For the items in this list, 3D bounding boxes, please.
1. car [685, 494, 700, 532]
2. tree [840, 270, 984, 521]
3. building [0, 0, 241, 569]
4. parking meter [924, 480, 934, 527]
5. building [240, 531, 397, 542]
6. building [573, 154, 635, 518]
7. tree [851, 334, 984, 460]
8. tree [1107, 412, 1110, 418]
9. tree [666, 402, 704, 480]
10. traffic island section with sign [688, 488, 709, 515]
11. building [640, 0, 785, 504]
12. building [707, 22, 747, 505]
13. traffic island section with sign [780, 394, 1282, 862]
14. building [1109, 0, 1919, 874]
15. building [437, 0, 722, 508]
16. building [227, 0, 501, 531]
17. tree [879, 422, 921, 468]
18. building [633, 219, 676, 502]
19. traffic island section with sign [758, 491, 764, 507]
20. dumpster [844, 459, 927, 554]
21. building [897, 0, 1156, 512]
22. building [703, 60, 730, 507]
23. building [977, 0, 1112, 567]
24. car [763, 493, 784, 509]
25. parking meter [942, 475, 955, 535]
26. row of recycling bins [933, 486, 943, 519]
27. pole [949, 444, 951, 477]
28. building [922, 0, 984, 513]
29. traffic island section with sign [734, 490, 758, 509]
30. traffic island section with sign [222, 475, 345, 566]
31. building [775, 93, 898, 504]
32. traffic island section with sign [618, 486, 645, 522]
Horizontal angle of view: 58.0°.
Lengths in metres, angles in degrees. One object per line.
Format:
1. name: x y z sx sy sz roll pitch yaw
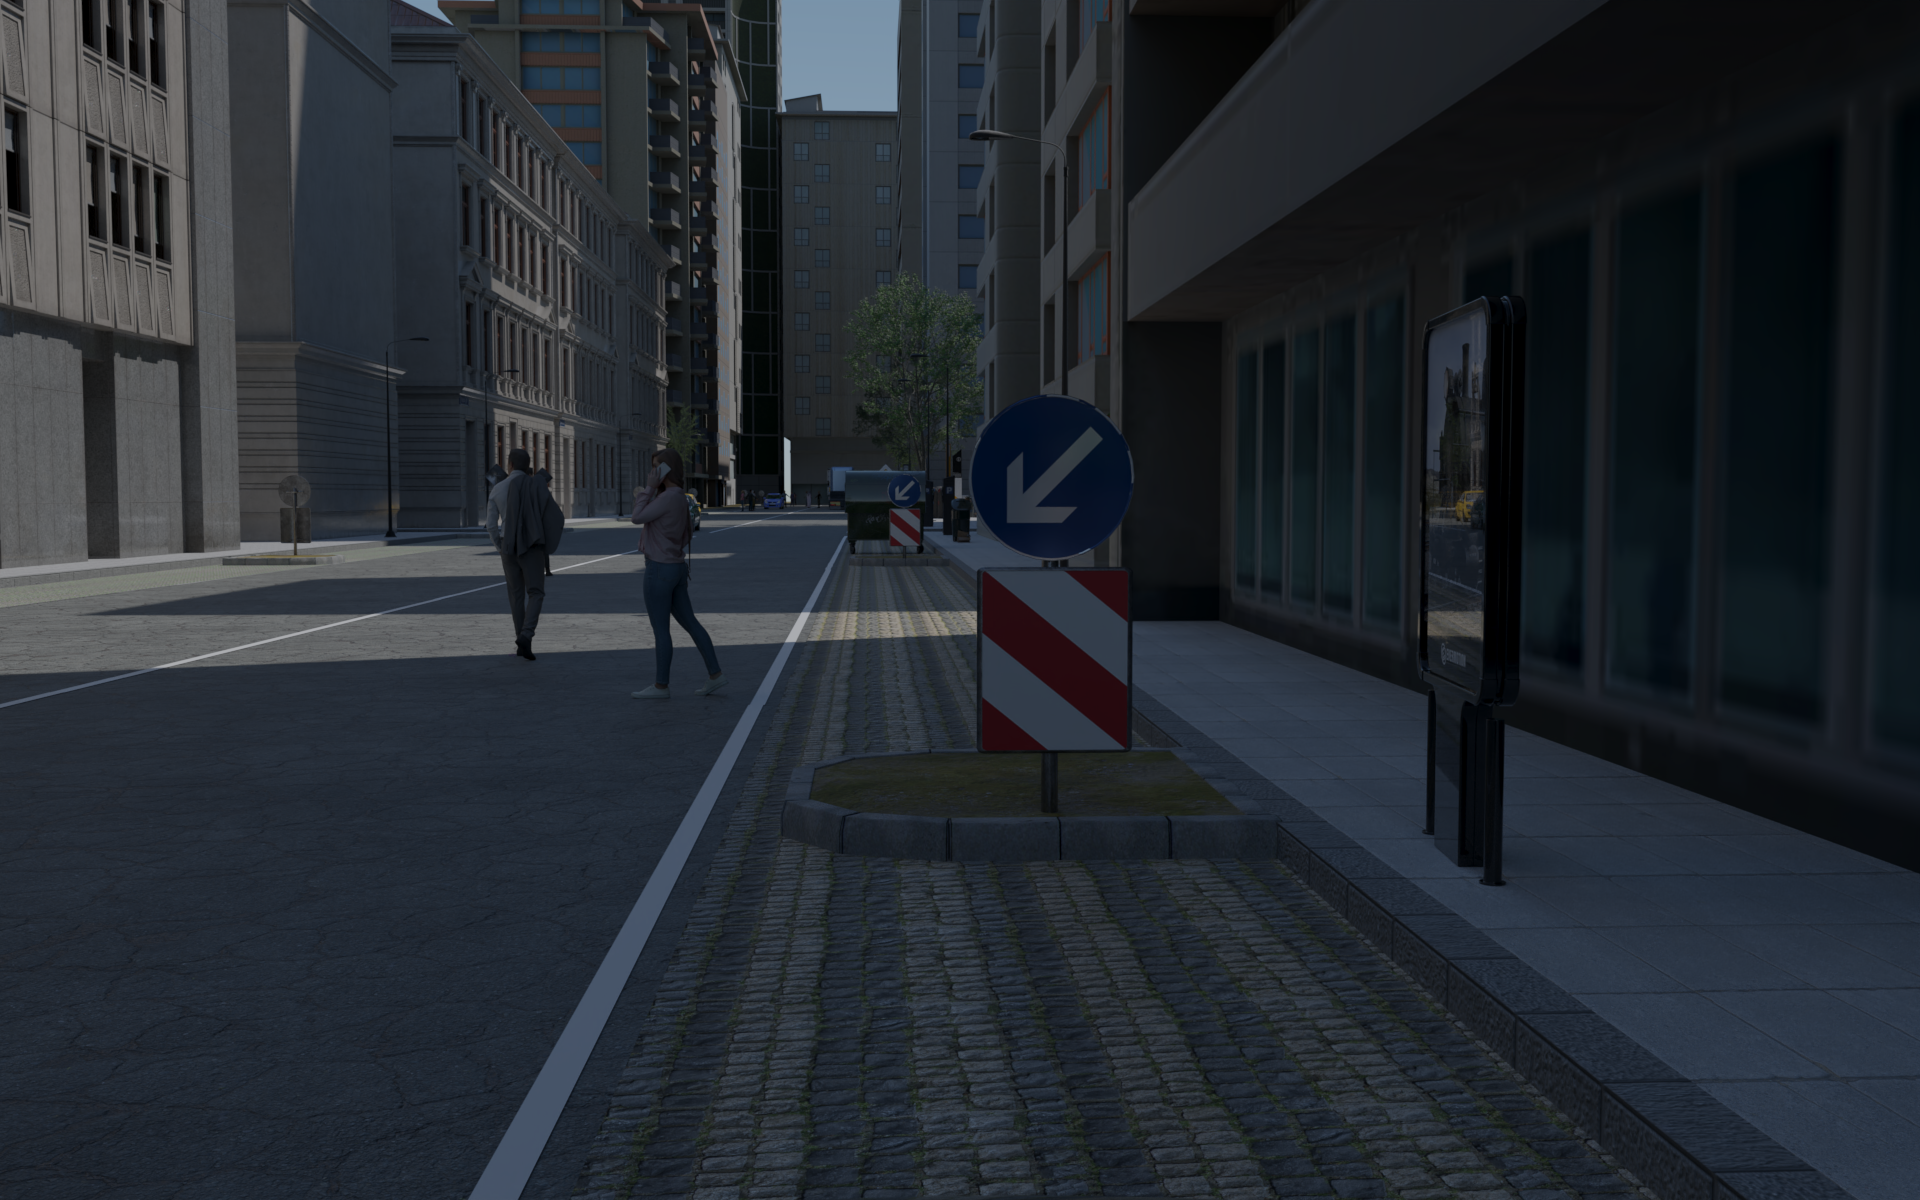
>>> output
1. car: -10.992 -3.340 66.412 2.131 1.459 4.920 0 4 -4
2. tree: -1.882 -9.541 81.745 9.928 11.665 9.643 0 3 0
3. building: -22.042 -12.899 28.918 12.078 24.808 19.932 0 4 -3
4. parking meter: -1.229 -3.792 67.711 0.399 1.863 0.255 1 4 21
5. building: -27.860 -13.108 50.475 21.152 22.565 11.583 0 4 -3
6. building: -25.399 -15.835 95.056 11.583 22.565 21.152 0 4 -3
7. tree: -2.365 -10.091 99.401 8.767 10.594 7.601 1 4 10
8. tree: 2.772 -1.724 22.795 1.663 3.219 1.824 0 3 0
9. tree: -22.413 -11.451 137.582 4.737 8.622 4.395 0 3 0
10. traffic island section with sign: -18.101 -6.656 117.445 1.989 1.847 2.006 0 4 -3
11. building: -34.380 -48.500 231.231 20.611 71.187 20.563 0 4 -3
12. building: -39.209 -37.359 200.066 27.495 52.752 28.713 0 4 -3
13. traffic island section with sign: 0.221 0.059 7.661 1.989 1.847 2.006 0 4 -3
14. building: 12.767 -23.439 6.926 21.300 48.544 21.600 0 4 -3
15. building: -33.000 -30.499 153.289 22.147 44.769 28.867 0 4 -3
16. building: -24.276 -14.545 73.974 11.583 22.565 21.152 0 4 -3
17. tree: -4.723 -11.916 145.185 4.737 8.622 4.395 0 3 0
18. building: -26.085 -17.160 116.724 11.583 22.565 21.152 0 4 -3
19. traffic island section with sign: -22.137 -11.315 193.621 1.989 1.847 2.006 0 4 -3
20. dumpster: -1.771 -2.226 41.347 1.985 2.255 1.502 0 4 -2
21. building: 5.133 -32.674 157.916 21.300 48.544 21.600 0 4 -3
22. building: -30.933 -32.129 175.427 14.600 45.320 14.200 0 4 -3
23. building: 15.103 -11.992 41.108 27.650 21.520 28.899 0 4 -3
24. car: -17.726 -9.504 164.983 1.945 1.707 3.694 0 4 -1
25. parking meter: -0.365 -2.957 54.051 0.399 1.863 0.255 -1 4 -8
26. row of recycling bins: -0.962 -5.139 91.133 1.069 1.692 3.534 -2 4 -26
27. pole: -0.471 -4.667 70.141 0.158 3.312 0.155 0 3 0
28. building: 7.871 -35.279 118.807 21.231 58.520 28.212 0 4 -3
29. traffic island section with sign: -20.702 -9.655 166.490 1.989 1.847 2.006 0 4 -3
30. traffic island section with sign: -13.752 -1.641 35.458 1.989 1.847 2.006 0 4 -3
31. building: -10.573 -39.621 237.045 27.495 52.752 28.713 0 4 -3
32. traffic island section with sign: -16.640 -4.976 89.980 1.989 1.847 2.006 0 4 -3
